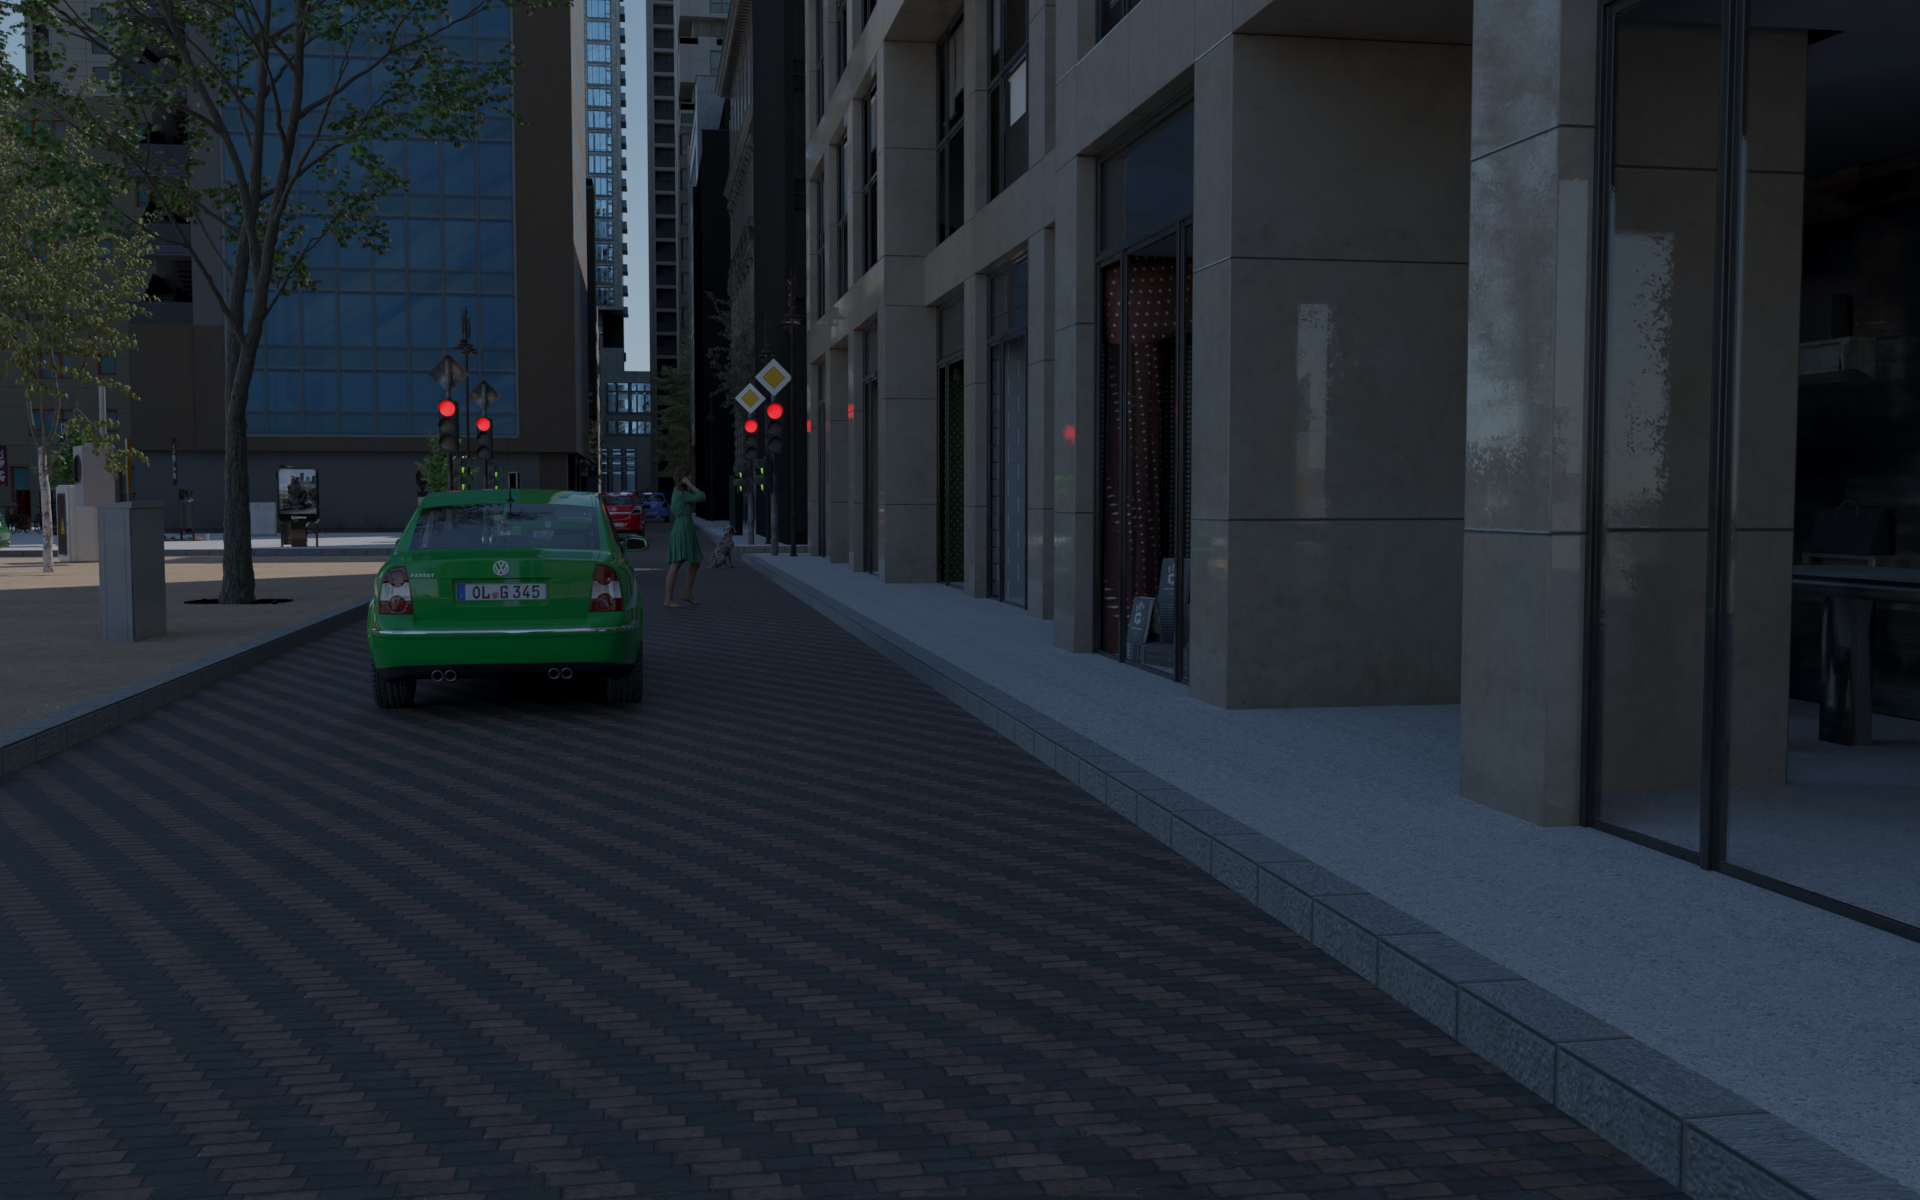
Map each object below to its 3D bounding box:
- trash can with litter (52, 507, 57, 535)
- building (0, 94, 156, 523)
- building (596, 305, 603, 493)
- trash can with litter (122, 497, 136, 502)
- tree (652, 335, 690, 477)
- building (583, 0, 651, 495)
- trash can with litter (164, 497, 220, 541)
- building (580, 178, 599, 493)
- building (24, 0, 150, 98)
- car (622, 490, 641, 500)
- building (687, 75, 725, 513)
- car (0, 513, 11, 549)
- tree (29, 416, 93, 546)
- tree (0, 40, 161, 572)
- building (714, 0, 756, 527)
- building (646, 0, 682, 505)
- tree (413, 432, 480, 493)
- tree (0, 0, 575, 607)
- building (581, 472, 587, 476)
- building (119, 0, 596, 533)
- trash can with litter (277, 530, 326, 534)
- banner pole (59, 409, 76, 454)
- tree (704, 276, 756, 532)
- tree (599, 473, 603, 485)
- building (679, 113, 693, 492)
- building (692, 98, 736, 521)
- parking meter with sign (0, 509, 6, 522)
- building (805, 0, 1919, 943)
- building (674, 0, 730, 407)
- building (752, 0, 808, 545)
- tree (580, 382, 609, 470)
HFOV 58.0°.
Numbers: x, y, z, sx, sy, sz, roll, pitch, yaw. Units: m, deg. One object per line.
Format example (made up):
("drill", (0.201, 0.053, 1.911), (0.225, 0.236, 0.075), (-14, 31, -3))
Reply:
("trash can with litter", (-27.936, -2.590, 53.733), (1.055, 1.170, 0.624), (0, 4, 4))
("building", (-34.959, -15.033, 90.834), (27.650, 21.520, 28.899), (-1, 4, -10))
("building", (-51.472, -20.239, 175.951), (28.899, 21.520, 27.650), (-1, 4, -10))
("trash can with litter", (-32.756, -3.478, 68.260), (0.624, 1.170, 1.055), (0, 4, -4))
("tree", (-18.225, -12.546, 123.255), (7.486, 12.596, 7.792), (0, 3, 0))
("building", (-52.819, -54.589, 205.198), (31.000, 86.520, 22.319), (-1, 4, -10))
("trash can with litter", (-21.407, -2.235, 47.597), (2.233, 1.210, 1.678), (2, 4, 29))
("building", (-38.943, -23.178, 150.668), (14.160, 30.474, 14.107), (-1, 4, -10))
("building", (-92.807, -46.503, 198.569), (20.611, 71.187, 20.563), (-1, 4, -10))
("car", (-31.981, -9.740, 167.917), (2.281, 1.827, 5.304), (-1, 4, -8))
("building", (-10.683, -17.792, 108.915), (12.078, 24.808, 19.932), (-1, 4, -10))
("car", (-22.989, -1.533, 36.866), (4.920, 1.459, 2.131), (-1, 4, -10))
("tree", (-22.036, -2.974, 43.222), (1.663, 3.219, 1.824), (0, 3, 0))
("tree", (-14.877, -4.745, 27.943), (4.737, 8.622, 4.395), (0, 3, 0))
("building", (-4.280, -14.915, 72.740), (11.050, 23.489, 19.941), (-1, 4, -10))
("building", (-27.401, -47.209, 210.116), (20.611, 71.187, 20.563), (-1, 4, -10))
("tree", (-14.066, -3.221, 47.272), (1.663, 3.219, 1.824), (0, 3, 0))
("tree", (-8.313, -5.766, 20.035), (9.928, 11.665, 9.643), (0, 3, 0))
("building", (-39.410, -28.959, 128.102), (22.147, 44.769, 28.867), (-1, 4, -10))
("building", (-20.944, -25.234, 62.680), (14.600, 45.320, 14.200), (-1, 4, -10))
("trash can with litter", (-21.224, -2.720, 55.521), (1.678, 1.210, 2.233), (-1, 4, -9))
("banner pole", (-26.224, -3.735, 51.090), (0.401, 3.779, 0.863), (1, 4, 14))
("tree", (-6.763, -6.612, 58.470), (4.360, 8.622, 3.978), (0, 3, 0))
("tree", (-35.093, -10.911, 162.107), (4.285, 4.588, 4.351), (0, 3, 0))
("building", (-14.836, -22.268, 135.791), (14.160, 30.474, 14.107), (-1, 4, -10))
("building", (-7.603, -16.006, 91.375), (12.332, 23.373, 15.834), (-1, 4, -10))
("parking meter with sign", (-29.193, -3.393, 51.737), (1.738, 3.016, 0.543), (2, 4, 30))
("building", (9.301, -13.219, 20.643), (19.350, 26.468, 34.151), (-1, 4, -10))
("building", (-11.995, -34.746, 157.334), (28.713, 52.752, 27.495), (-1, 4, -10))
("building", (2.331, -13.491, 50.250), (15.834, 23.373, 12.332), (-1, 4, -10))
("tree", (-24.823, -9.858, 111.542), (4.360, 8.622, 3.978), (0, 3, 0))
